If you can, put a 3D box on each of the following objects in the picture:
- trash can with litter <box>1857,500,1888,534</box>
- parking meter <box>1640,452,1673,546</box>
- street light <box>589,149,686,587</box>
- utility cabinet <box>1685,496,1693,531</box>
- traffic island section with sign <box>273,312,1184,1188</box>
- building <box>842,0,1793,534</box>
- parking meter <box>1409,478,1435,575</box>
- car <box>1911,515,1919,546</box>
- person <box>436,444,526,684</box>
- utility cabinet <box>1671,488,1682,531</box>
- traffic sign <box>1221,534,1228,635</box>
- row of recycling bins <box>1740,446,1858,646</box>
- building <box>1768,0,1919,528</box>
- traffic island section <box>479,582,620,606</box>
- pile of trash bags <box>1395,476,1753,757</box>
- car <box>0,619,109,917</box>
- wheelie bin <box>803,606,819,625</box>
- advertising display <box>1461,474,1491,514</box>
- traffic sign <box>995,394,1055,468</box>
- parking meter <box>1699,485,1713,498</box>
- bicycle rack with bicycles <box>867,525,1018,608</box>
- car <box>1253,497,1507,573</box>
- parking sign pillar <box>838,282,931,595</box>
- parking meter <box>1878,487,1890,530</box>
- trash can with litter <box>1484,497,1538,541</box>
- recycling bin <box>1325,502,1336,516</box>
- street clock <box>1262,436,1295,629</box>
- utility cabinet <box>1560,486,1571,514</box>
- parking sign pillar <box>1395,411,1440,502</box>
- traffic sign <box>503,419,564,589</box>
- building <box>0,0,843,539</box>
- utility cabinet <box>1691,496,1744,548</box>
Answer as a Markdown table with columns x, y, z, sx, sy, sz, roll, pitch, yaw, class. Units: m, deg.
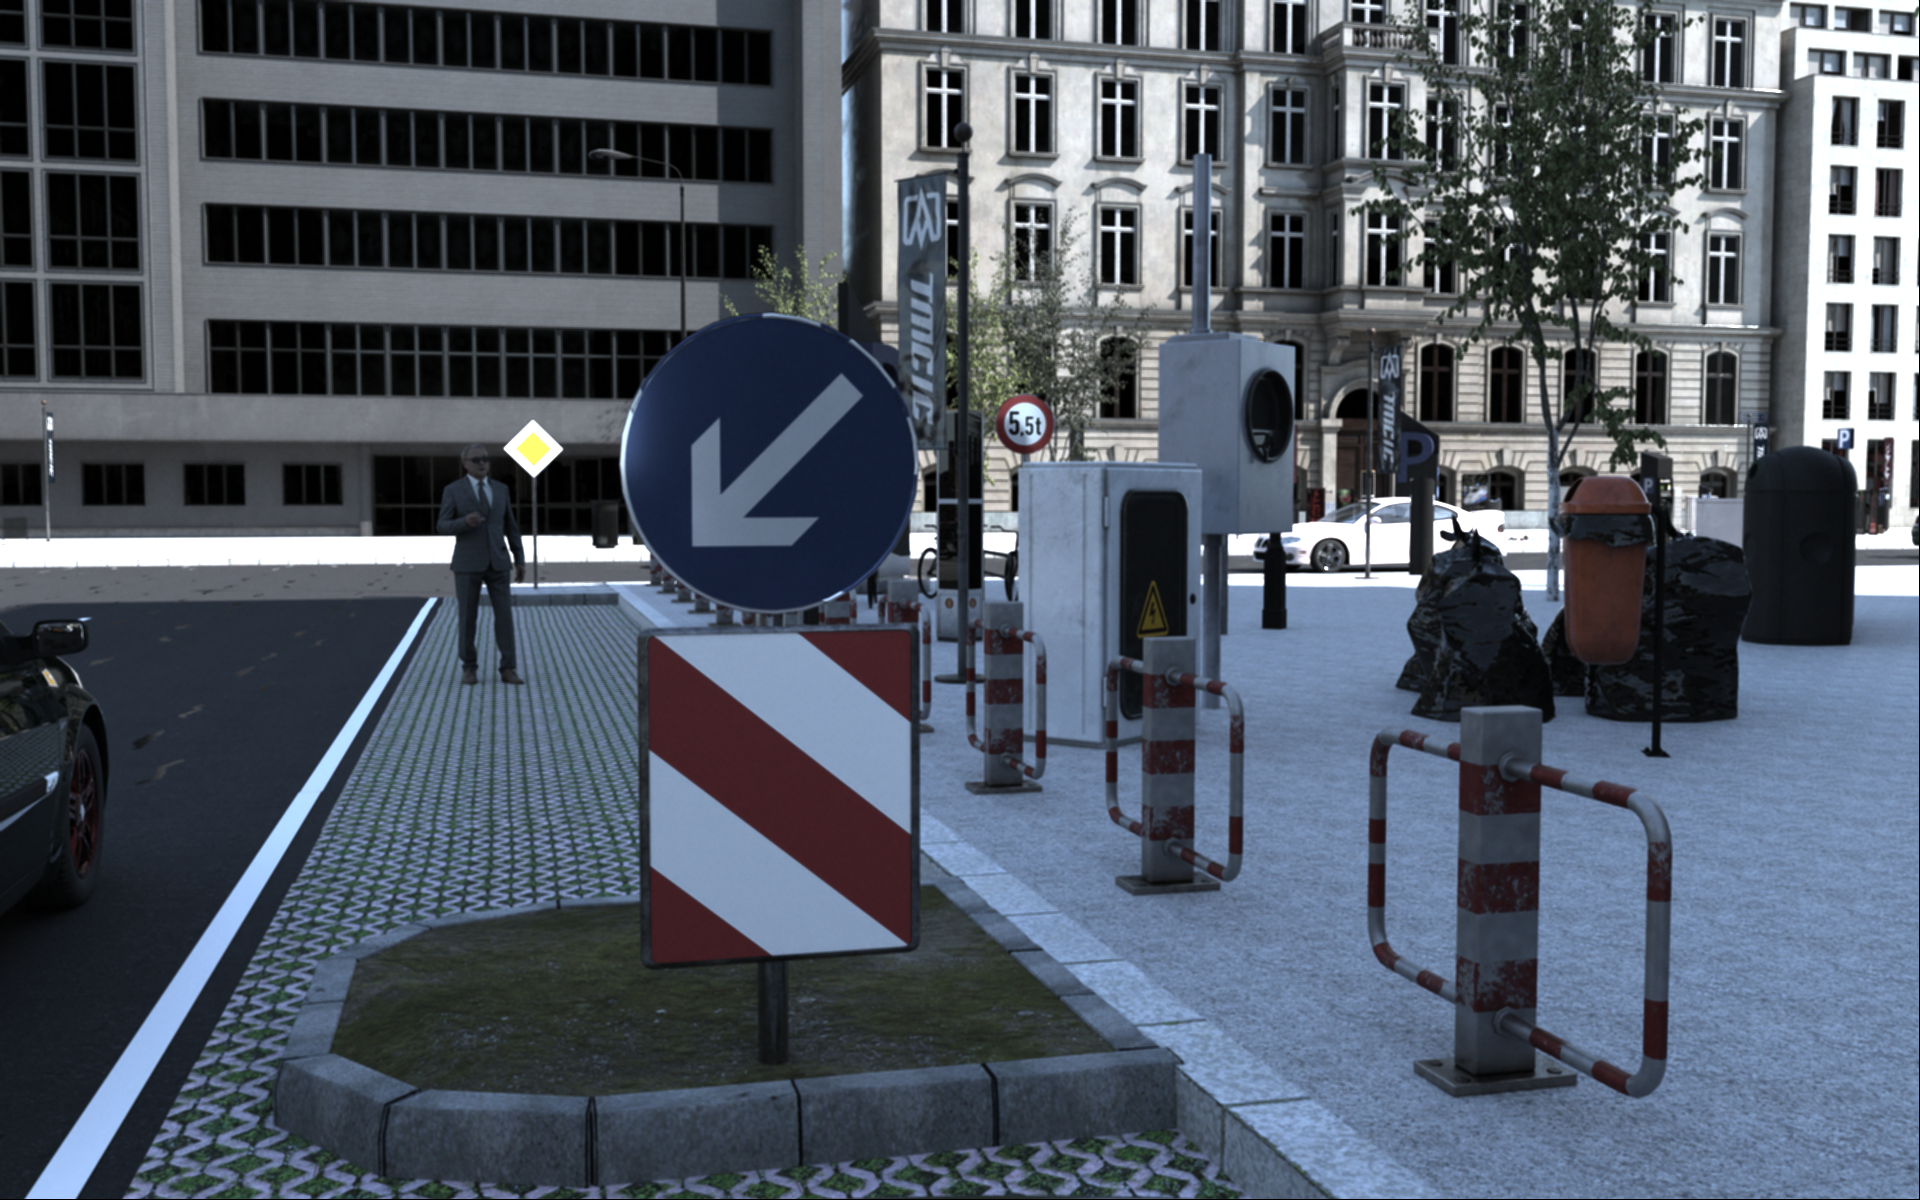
| x | y | z | sx | sy | sz | roll | pitch | yaw | class |
| --- | --- | --- | --- | --- | --- | --- | --- | --- | --- |
| 29.389 | -2.732 | 56.054 | 1.055 | 1.170 | 0.624 | 0 | 4 | -2 | trash can with litter |
| 9.545 | -1.104 | 23.760 | 0.255 | 1.863 | 0.399 | -1 | 4 | -19 | parking meter |
| -4.314 | -3.126 | 23.650 | 1.470 | 5.913 | 1.316 | -1 | 4 | -15 | street light |
| 25.890 | -3.016 | 60.465 | 1.020 | 1.237 | 0.306 | 0 | 4 | 3 | utility cabinet |
| -0.705 | 0.250 | 4.544 | 1.989 | 1.847 | 2.006 | -1 | 4 | -15 | traffic island section with sign |
| 12.471 | -15.010 | 64.492 | 34.723 | 24.649 | 14.460 | -1 | 4 | -15 | building |
| 7.324 | -1.165 | 27.461 | 0.372 | 1.533 | 0.369 | 0 | 3 | 0 | parking meter |
| 24.012 | -1.672 | 39.141 | 4.920 | 1.459 | 2.131 | -1 | 4 | -13 | car |
| -3.550 | -0.262 | 12.953 | 0.661 | 1.801 | 0.590 | -2 | 4 | -35 | person |
| 24.504 | -3.128 | 59.821 | 0.318 | 1.500 | 1.173 | 0 | 4 | -4 | utility cabinet |
| 2.405 | -0.957 | 15.747 | 0.768 | 2.556 | 0.104 | -1 | 4 | -10 | traffic sign |
| 7.840 | -0.554 | 16.179 | 1.069 | 1.692 | 3.534 | 2 | 4 | 25 | row of recycling bins |
| 37.687 | -13.174 | 70.146 | 16.860 | 20.320 | 10.420 | -1 | 4 | -15 | building |
| -5.712 | -0.069 | 23.405 | 2.009 | 0.180 | 2.903 | -1 | 4 | -15 | traffic island section |
| 3.515 | -0.010 | 9.918 | 1.912 | 1.369 | 3.447 | 1 | 4 | 13 | pile of trash bags |
| -3.545 | 0.315 | 4.634 | 2.009 | 1.686 | 4.222 | -1 | 4 | -15 | car |
| -1.536 | -0.568 | 17.202 | 0.980 | 1.594 | 0.693 | 1 | 4 | 10 | wheelie bin |
| 16.504 | -3.072 | 55.438 | 0.123 | 1.923 | 0.974 | -3 | 5 | -41 | advertising display |
| 0.820 | -1.345 | 22.095 | 0.768 | 2.556 | 0.104 | 0 | 4 | -7 | traffic sign |
| 20.862 | -2.450 | 48.477 | 0.372 | 1.533 | 0.369 | 0 | 3 | 0 | parking meter |
| -0.350 | -0.410 | 20.081 | 2.852 | 0.926 | 2.925 | -1 | 4 | -8 | bicycle rack with bicycles |
| 7.840 | -1.227 | 32.422 | 4.827 | 1.381 | 2.083 | -1 | 4 | -15 | car |
| -1.112 | -2.093 | 22.701 | 1.447 | 3.967 | 1.447 | 2 | 4 | 23 | parking sign pillar |
| 32.822 | -3.251 | 61.570 | 0.372 | 1.533 | 0.369 | 0 | 3 | 0 | parking meter |
| 15.082 | -2.241 | 47.695 | 2.233 | 1.210 | 1.678 | -1 | 4 | -17 | trash can with litter |
| 11.750 | -2.520 | 53.754 | 0.722 | 1.027 | 0.722 | 3 | 5 | 44 | recycling bin |
| 3.003 | -0.729 | 16.485 | 0.358 | 2.002 | 0.471 | 2 | 4 | 27 | street clock |
| 17.701 | -2.535 | 50.129 | 0.318 | 1.500 | 1.173 | -2 | 4 | -31 | utility cabinet |
| 14.338 | -4.028 | 54.324 | 1.447 | 3.967 | 1.447 | 2 | 4 | 23 | parking sign pillar |
| -5.732 | -1.204 | 23.322 | 0.795 | 2.450 | 0.064 | -1 | 4 | -15 | traffic sign |
| -19.542 | -14.496 | 56.076 | 30.058 | 24.678 | 14.314 | -1 | 4 | -15 | building |
| 11.489 | -0.897 | 25.832 | 0.306 | 1.237 | 1.020 | -2 | 4 | -28 | utility cabinet |
